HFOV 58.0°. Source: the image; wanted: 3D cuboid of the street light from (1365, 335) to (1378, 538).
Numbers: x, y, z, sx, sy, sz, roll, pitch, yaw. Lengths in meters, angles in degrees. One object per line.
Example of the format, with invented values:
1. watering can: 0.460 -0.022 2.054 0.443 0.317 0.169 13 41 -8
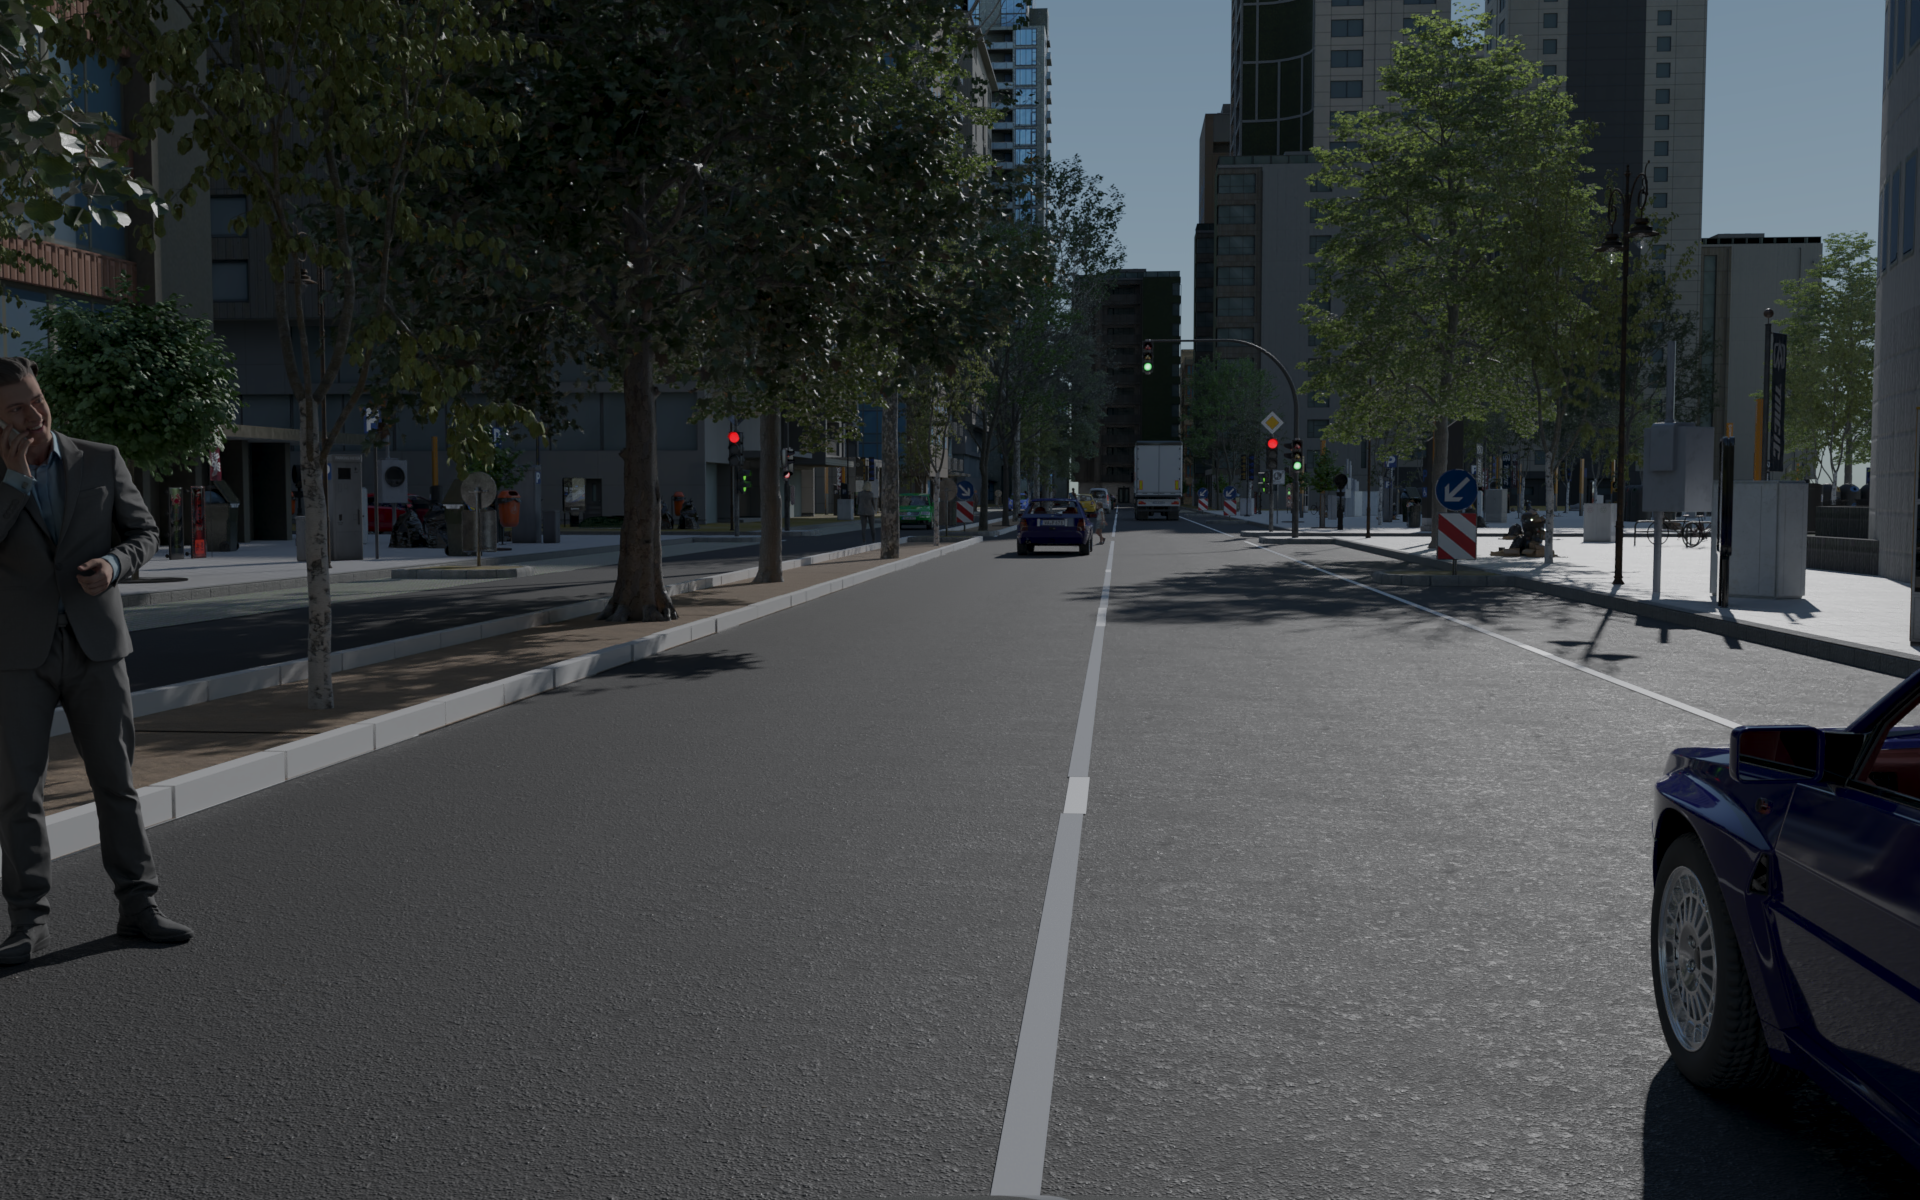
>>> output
1. street light: 11.875 -4.735 50.207 0.468 5.910 1.993 0 4 5

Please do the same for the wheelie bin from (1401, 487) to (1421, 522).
1. wheelie bin: 20.581 -4.362 79.229 0.980 1.594 0.693 -2 4 -27

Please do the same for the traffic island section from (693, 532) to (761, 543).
1. traffic island section: -6.768 -1.842 52.401 2.009 0.180 2.903 0 4 5

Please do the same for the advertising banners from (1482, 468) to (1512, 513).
1. advertising banners: 35.517 -7.255 114.805 2.074 3.025 0.090 0 4 1

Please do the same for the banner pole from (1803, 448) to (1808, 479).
1. banner pole: 45.430 -6.311 93.202 0.401 3.779 0.863 0 4 5

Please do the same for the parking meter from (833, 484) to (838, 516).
1. parking meter: -7.338 -5.969 103.304 0.399 1.863 0.255 1 4 15

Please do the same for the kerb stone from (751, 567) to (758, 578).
1. kerb stone: -3.582 -0.465 29.797 0.120 0.150 1.000 0 4 5

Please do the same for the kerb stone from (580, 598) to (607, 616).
1. kerb stone: -4.436 0.100 20.582 0.120 0.150 1.000 0 4 5

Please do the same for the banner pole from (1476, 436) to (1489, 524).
1. banner pole: 22.507 -5.181 74.734 0.863 3.779 0.401 -3 4 -37

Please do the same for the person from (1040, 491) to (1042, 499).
1. person: 8.027 -10.085 174.208 0.721 1.723 1.217 3 5 42

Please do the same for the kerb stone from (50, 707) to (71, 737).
1. kerb stone: -5.368 0.723 10.372 0.120 0.150 1.000 0 4 5

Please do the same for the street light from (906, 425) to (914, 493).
1. street light: -3.210 -8.587 113.185 0.468 5.910 1.993 0 4 5

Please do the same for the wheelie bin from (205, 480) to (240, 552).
1. wheelie bin: -16.536 -1.882 38.685 0.693 1.594 0.980 0 4 -4

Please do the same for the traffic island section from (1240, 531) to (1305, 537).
1. traffic island section: 10.585 -2.235 58.824 2.009 0.180 2.903 0 4 5

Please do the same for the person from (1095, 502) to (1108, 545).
1. person: 4.024 -2.167 48.939 0.382 1.210 0.505 0 4 -7

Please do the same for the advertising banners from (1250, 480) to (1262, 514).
1. advertising banners: 18.832 -6.978 110.279 0.090 3.025 2.074 -1 4 -10

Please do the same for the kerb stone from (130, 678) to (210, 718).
1. kerb stone: -5.276 0.661 11.400 0.120 0.150 1.000 0 4 5

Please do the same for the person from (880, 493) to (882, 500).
1. person: -3.480 -4.414 80.939 0.520 1.790 0.573 1 4 14

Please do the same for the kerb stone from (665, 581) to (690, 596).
1. kerb stone: -4.058 -0.146 24.664 0.120 0.150 1.000 0 4 5

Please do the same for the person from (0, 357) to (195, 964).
1. person: -2.761 0.179 5.373 0.655 1.846 0.447 -2 4 -35

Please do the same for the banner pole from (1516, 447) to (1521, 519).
1. banner pole: 29.129 -6.156 90.665 0.401 3.779 0.863 -1 4 -21

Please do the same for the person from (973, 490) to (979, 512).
1. person: 1.316 -8.014 140.086 0.434 1.755 0.990 2 4 24

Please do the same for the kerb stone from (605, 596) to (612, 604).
1. kerb stone: -4.340 0.039 21.607 0.120 0.150 1.000 0 4 5

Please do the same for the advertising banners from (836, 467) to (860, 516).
1. advertising banners: -6.429 -6.324 99.588 0.090 3.025 2.074 3 5 41

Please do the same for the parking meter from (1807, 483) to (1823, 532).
1. parking meter: 19.570 -1.915 39.722 0.372 1.533 0.369 0 3 0

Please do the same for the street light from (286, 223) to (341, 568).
1. street light: -10.934 -3.484 29.744 0.468 5.910 1.993 0 4 5

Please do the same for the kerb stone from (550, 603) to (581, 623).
1. kerb stone: -4.520 0.161 19.557 0.120 0.150 1.000 0 4 5

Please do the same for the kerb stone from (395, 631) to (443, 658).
1. kerb stone: -4.901 0.410 15.485 0.120 0.150 1.000 0 4 5

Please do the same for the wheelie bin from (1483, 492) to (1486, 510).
1. wheelie bin: 35.663 -6.673 117.006 0.693 1.594 0.980 0 4 3

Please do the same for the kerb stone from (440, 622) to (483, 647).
1. kerb stone: -4.809 0.348 16.505 0.120 0.150 1.000 0 4 5

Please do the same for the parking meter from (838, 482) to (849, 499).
1. parking meter: -5.703 -4.907 85.939 0.399 1.863 0.255 0 4 8

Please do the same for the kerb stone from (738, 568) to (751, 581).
1. kerb stone: -3.678 -0.399 28.780 0.120 0.150 1.000 0 4 5

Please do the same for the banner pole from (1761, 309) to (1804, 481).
1. banner pole: 11.088 -2.057 23.650 0.863 3.779 0.401 -3 5 -43

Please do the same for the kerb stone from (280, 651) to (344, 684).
1. kerb stone: -5.084 0.538 13.445 0.120 0.150 1.000 0 4 5

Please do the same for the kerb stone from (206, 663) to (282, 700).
1. kerb stone: -5.184 0.598 12.425 0.120 0.150 1.000 0 4 5

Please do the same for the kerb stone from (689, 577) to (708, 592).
1. kerb stone: -3.956 -0.214 25.688 0.120 0.150 1.000 0 4 5

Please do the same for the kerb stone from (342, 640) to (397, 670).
1. kerb stone: -4.988 0.474 14.462 0.120 0.150 1.000 0 4 5

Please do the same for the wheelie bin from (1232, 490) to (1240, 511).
1. wheelie bin: 20.811 -7.551 131.359 0.980 1.594 0.693 3 5 40

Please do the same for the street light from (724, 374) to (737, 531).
1. street light: -8.006 -5.373 60.644 0.468 5.910 1.993 0 4 5

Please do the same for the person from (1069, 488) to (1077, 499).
1. person: 6.727 -5.769 102.909 0.616 1.811 0.778 2 4 29

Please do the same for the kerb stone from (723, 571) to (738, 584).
1. kerb stone: -3.760 -0.339 27.736 0.120 0.150 1.000 0 4 5

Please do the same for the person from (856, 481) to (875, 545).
1. person: -2.630 -2.438 48.542 0.537 1.800 0.526 1 4 13

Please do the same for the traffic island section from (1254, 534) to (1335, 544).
1. traffic island section: 9.853 -1.749 50.872 2.009 0.180 2.903 0 4 5

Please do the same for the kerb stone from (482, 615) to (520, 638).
1. kerb stone: -4.714 0.286 17.522 0.120 0.150 1.000 0 4 5

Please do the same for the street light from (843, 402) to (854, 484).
1. street light: -5.644 -6.995 87.160 0.468 5.910 1.993 0 4 5

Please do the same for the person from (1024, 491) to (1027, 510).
1. person: 5.822 -9.026 156.752 0.721 1.739 1.217 0 4 -2

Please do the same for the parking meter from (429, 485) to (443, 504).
1. parking meter: -15.215 -2.565 50.344 0.372 1.533 0.369 0 3 0

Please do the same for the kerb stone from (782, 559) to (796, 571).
1. kerb stone: -3.303 -0.652 32.858 0.120 0.150 1.000 0 4 5

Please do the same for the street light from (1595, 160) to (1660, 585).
1. street light: 9.357 -3.159 24.443 0.468 5.910 1.993 0 4 5

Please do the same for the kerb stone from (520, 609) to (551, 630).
1. kerb stone: -4.624 0.227 18.541 0.120 0.150 1.000 0 4 5

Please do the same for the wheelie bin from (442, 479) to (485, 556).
1. wheelie bin: -10.260 -1.709 35.852 0.980 1.594 0.693 2 4 33

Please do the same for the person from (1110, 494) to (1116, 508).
1. person: 15.722 -10.180 178.169 0.697 1.427 0.421 2 4 26

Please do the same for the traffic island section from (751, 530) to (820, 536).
1. traffic island section: -6.036 -2.329 60.353 2.009 0.180 2.903 0 4 5

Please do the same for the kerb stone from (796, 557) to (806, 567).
1. kerb stone: -3.203 -0.715 33.878 0.120 0.150 1.000 0 4 5

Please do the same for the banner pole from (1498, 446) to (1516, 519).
1. banner pole: 28.005 -6.073 89.308 0.863 3.779 0.401 3 4 38

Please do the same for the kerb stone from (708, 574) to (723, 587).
1. kerb stone: -3.862 -0.276 26.720 0.120 0.150 1.000 0 4 5

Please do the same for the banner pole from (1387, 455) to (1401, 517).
1. banner pole: 24.693 -6.646 98.680 0.863 3.779 0.401 0 4 -1

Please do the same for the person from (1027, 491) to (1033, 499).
1. person: 8.049 -11.645 198.880 0.705 1.826 1.348 2 4 31

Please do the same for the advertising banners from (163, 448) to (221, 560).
1. advertising banners: -15.216 -2.342 34.483 0.090 3.025 2.074 0 4 8
